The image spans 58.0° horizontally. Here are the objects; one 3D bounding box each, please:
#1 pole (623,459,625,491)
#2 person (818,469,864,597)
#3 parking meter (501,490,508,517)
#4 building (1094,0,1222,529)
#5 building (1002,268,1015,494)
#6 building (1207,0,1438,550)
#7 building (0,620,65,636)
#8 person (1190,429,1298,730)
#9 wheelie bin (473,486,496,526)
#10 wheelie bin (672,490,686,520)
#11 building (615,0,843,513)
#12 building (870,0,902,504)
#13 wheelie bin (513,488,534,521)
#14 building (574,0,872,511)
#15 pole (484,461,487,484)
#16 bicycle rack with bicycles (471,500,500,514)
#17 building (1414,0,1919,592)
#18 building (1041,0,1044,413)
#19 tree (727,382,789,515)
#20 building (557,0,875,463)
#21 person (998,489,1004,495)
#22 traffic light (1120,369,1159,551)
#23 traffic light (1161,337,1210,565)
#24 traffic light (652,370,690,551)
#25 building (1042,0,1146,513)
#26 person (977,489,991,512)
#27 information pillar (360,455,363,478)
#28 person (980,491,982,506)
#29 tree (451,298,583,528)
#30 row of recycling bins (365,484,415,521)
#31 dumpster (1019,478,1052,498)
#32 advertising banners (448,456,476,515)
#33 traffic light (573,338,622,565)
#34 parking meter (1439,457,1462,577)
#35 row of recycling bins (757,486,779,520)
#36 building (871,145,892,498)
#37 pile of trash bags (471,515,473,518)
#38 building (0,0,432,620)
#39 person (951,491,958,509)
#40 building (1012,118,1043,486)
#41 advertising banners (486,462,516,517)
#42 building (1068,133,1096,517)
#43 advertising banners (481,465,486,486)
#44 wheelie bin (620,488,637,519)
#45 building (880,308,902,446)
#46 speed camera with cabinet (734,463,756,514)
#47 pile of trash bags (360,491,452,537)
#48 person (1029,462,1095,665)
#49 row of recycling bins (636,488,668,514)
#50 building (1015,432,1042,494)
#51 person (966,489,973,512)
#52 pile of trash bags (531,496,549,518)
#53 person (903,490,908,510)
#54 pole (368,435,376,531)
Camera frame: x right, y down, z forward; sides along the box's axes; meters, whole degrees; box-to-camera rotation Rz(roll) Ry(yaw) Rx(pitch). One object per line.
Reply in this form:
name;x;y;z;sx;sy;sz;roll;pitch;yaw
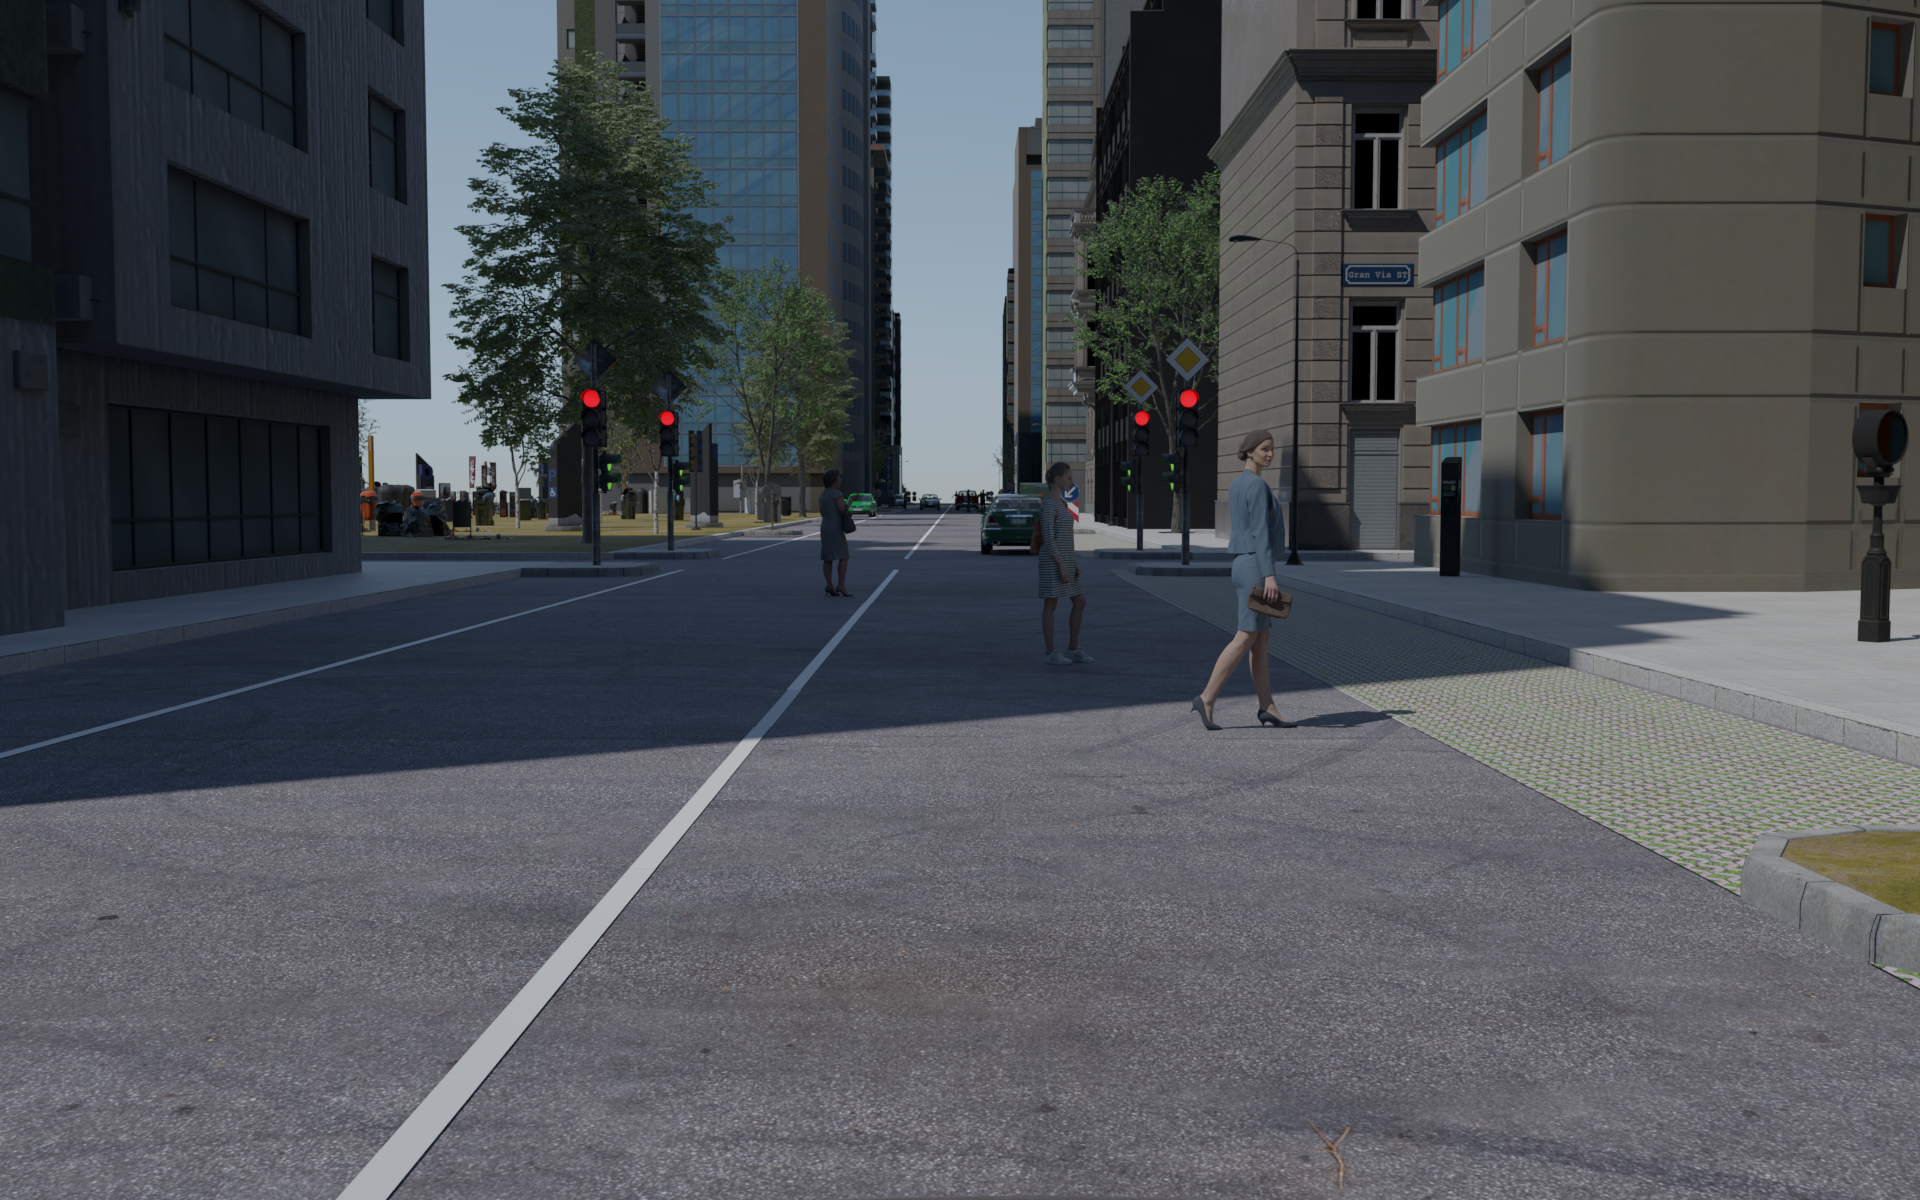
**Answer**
pole;-19.631;-6.568;101.234;0.158;3.312;0.155;0;3;0
person;-1.644;-0.941;24.241;0.532;1.782;0.716;-3;4;-39
parking meter;-25.499;-5.417;96.974;0.372;1.533;0.369;0;3;0
building;12.260;-14.715;70.261;12.332;23.373;15.834;0;3;0
building;12.917;-27.525;221.736;14.160;30.474;14.107;0;3;0
building;19.599;-15.104;44.209;25.104;27.353;12.463;0;3;0
building;-15.689;-14.513;8.994;14.160;30.474;14.107;0;3;0
person;1.740;-0.124;10.546;0.654;1.822;0.581;1;4;9
wheelie bin;-19.227;-3.799;70.028;0.980;1.594;0.693;0;4;7
wheelie bin;-13.967;-4.746;85.497;0.693;1.594;0.980;-3;4;-37
building;-15.765;-28.889;122.453;14.600;45.320;14.200;0;3;0
building;-19.087;-56.776;240.958;22.319;86.520;31.000;0;3;0
wheelie bin;-21.140;-4.651;83.956;0.980;1.594;0.693;-1;4;-13
building;-18.602;-36.772;143.219;21.231;58.520;28.212;0;3;0
pole;-29.468;-6.958;107.611;0.158;3.312;0.155;0;3;0
bicycle rack with bicycles;-29.870;-5.860;109.190;2.925;0.926;2.852;-2;4;-31
building;22.101;-10.489;16.534;27.650;21.520;28.899;0;3;0
building;20.823;-33.953;144.370;28.713;52.752;27.495;0;3;0
tree;-12.473;-9.552;106.533;4.360;8.622;3.978;0;3;0
building;-23.307;-35.618;171.588;28.713;52.752;27.495;0;3;0
person;2.863;-6.854;120.699;1.348;1.807;0.705;-2;4;-25
traffic light;4.064;-3.075;39.197;0.839;4.253;0.868;0;3;0
traffic light;4.060;-2.587;31.212;0.839;4.253;0.868;0;3;0
traffic light;-6.547;-3.074;39.187;0.839;4.253;0.868;0;3;0
building;12.880;-26.927;123.857;14.154;41.232;14.086;0;3;0
person;1.906;-8.068;140.544;1.348;1.807;0.705;2;4;28
information pillar;-35.970;-6.869;103.665;0.183;3.616;0.504;3;4;37
person;2.618;-12.518;213.188;0.705;1.822;1.348;-2;4;-32
tree;-16.617;-6.979;64.474;4.360;8.622;3.978;0;3;0
row of recycling bins;-28.232;-4.725;84.364;1.069;1.692;3.534;2;4;34
dumpster;3.962;-4.999;86.680;1.985;2.255;1.502;0;4;0
advertising banners;-22.998;-5.130;80.062;2.074;3.025;0.090;3;4;38
traffic light;-6.552;-2.586;31.202;0.839;4.253;0.868;0;3;0
parking meter;7.656;-1.303;27.021;0.255;1.863;0.399;2;4;27
row of recycling bins;-9.553;-4.809;85.736;1.069;1.692;3.534;-1;4;-11
building;-19.807;-34.112;212.355;22.147;44.769;28.867;0;3;0
pile of trash bags;-27.373;-5.015;91.749;3.447;1.369;1.912;3;5;42
building;-15.828;-15.459;24.459;14.107;30.474;14.160;0;3;0
person;-0.302;-9.709;168.026;1.217;1.735;0.721;2;4;25
building;13.613;-34.052;206.868;14.600;45.320;14.200;0;3;0
advertising banners;-25.159;-6.065;95.349;0.090;3.025;2.074;2;4;28
building;13.348;-16.947;96.166;14.460;24.649;34.723;0;3;0
advertising banners;-29.066;-6.583;103.813;0.090;3.025;2.074;2;4;32
wheelie bin;-16.770;-4.887;87.804;0.693;1.594;0.980;2;4;25
building;-16.219;-30.182;265.179;14.160;30.474;14.107;0;3;0
speed camera with cabinet;-13.659;-7.145;111.163;0.660;3.252;2.038;2;4;34
pile of trash bags;-17.252;-2.659;53.223;3.447;1.369;1.912;2;4;32
person;0.830;-0.312;14.598;0.522;1.701;0.512;1;4;20
row of recycling bins;-20.291;-6.466;112.830;3.534;1.692;1.069;1;4;12
building;17.220;-52.632;173.206;22.319;86.520;31.000;0;3;0
person;0.706;-7.776;135.644;0.705;1.822;1.348;1;4;16
pile of trash bags;-23.385;-5.559;100.638;1.912;1.369;3.447;-3;4;-38
person;-4.785;-8.959;155.508;0.750;1.759;0.617;3;5;44
pole;-20.484;-4.064;60.288;0.158;3.312;0.155;0;3;0
